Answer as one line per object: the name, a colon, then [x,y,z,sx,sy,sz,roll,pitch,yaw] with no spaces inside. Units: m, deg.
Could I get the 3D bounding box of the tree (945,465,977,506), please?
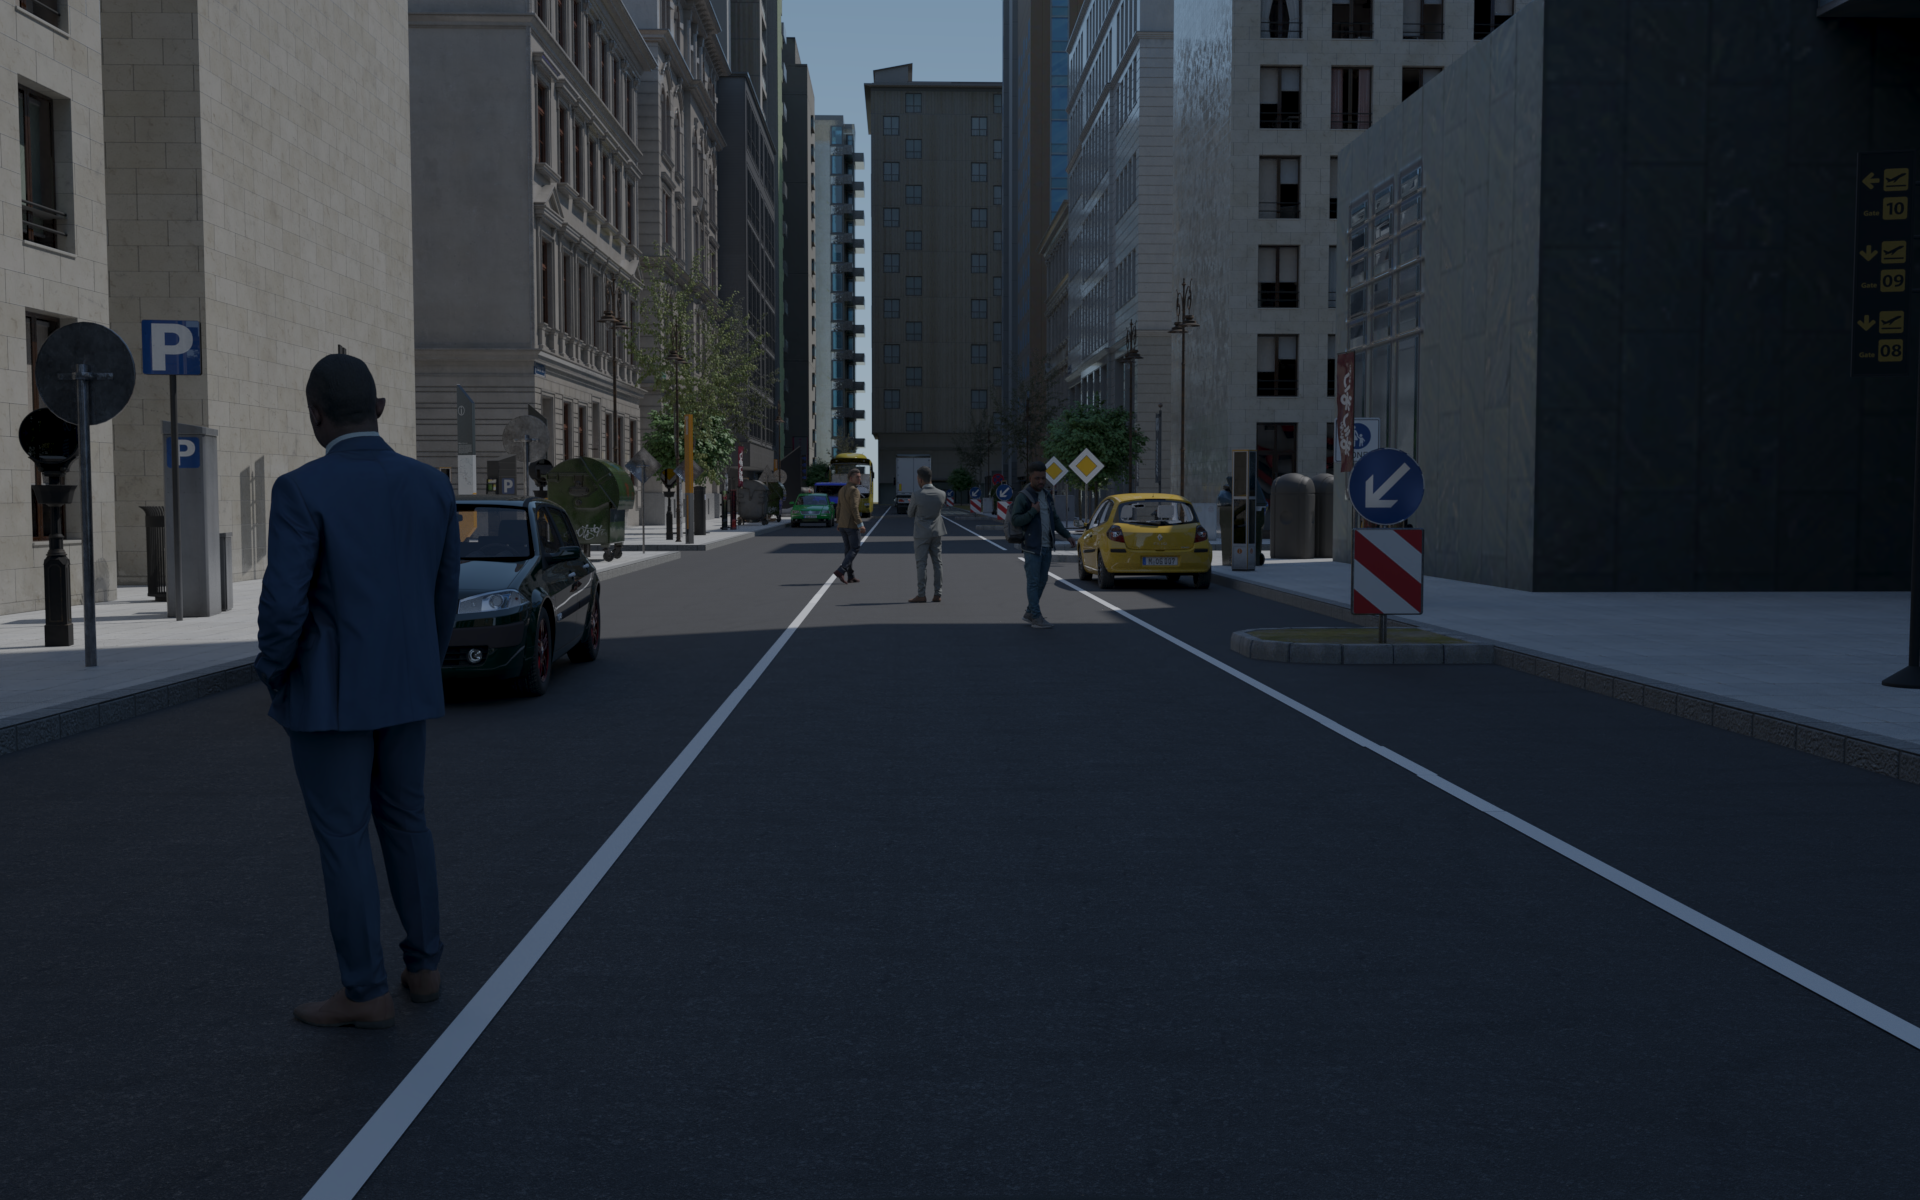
tree: [0.058,-12.427,186.902,4.285,4.588,4.351,0,3,0]

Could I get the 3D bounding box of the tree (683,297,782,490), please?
tree: [-8.862,-7.046,65.558,4.360,8.622,3.978,0,3,0]

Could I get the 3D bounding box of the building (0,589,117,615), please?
building: [-15.096,-9.605,11.786,10.420,20.320,16.860,0,4,-2]

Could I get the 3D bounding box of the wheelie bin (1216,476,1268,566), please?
wheelie bin: [5.006,-1.410,30.963,0.980,1.594,0.693,-2,4,-25]

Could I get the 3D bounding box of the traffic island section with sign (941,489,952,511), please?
traffic island section with sign: [-0.976,-8.481,147.287,1.989,1.847,2.006,0,4,-2]

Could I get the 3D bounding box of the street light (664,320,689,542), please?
street light: [-7.536,-4.489,46.177,0.468,5.910,1.993,0,4,-2]

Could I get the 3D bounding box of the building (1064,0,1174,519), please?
building: [12.078,-18.780,84.553,11.434,29.767,29.804,0,4,-2]

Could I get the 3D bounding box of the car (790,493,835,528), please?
car: [-6.420,-4.087,75.619,1.959,1.807,4.718,0,4,-2]

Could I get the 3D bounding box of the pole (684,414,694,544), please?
pole: [-6.955,-3.096,44.462,0.158,3.312,0.155,0,3,0]

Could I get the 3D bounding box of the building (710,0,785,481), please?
building: [-20.388,-27.088,126.490,14.154,41.232,14.086,0,4,-2]

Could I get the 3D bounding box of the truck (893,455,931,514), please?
truck: [-3.512,-8.532,128.409,2.839,4.237,11.283,0,4,-2]

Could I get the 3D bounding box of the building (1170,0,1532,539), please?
building: [15.797,-12.181,53.917,16.860,20.320,10.420,0,4,-2]

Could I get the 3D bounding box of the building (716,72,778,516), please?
building: [-18.974,-19.034,104.717,14.314,27.812,24.014,0,4,-2]

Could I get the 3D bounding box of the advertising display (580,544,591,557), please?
advertising display: [-7.714,-1.850,35.458,0.123,1.923,0.974,-2,4,-26]

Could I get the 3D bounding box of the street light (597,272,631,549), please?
street light: [-7.233,-3.886,36.317,0.468,5.910,1.993,0,4,-2]

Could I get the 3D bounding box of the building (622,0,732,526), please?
building: [-18.535,-17.906,80.153,14.401,28.519,23.554,0,4,-2]

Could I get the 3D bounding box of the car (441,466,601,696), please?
car: [-3.882,-0.225,13.467,2.009,1.686,4.222,0,4,-4]

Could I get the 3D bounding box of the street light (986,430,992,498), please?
street light: [1.993,-9.008,120.065,0.468,5.910,1.993,0,4,-2]

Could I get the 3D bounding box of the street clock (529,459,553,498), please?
street clock: [-8.600,-1.898,35.598,0.358,2.002,0.471,3,5,41]

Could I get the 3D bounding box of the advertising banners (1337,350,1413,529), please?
advertising banners: [4.899,-1.494,20.620,0.090,3.025,2.074,-1,4,-11]

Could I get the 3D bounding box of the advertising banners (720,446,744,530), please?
advertising banners: [-8.158,-4.035,62.165,0.090,3.025,2.074,1,4,17]

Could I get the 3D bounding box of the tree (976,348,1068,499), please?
tree: [3.389,-8.336,86.649,4.360,8.622,3.978,0,3,0]

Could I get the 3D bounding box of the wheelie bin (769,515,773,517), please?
wheelie bin: [-10.982,-5.536,98.419,0.980,1.594,0.693,1,4,9]

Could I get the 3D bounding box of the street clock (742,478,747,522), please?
street clock: [-9.771,-4.535,78.723,0.358,2.002,0.471,-1,4,-9]

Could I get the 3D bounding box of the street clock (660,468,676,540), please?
street clock: [-8.108,-2.674,48.296,0.471,2.002,0.358,-1,4,-14]

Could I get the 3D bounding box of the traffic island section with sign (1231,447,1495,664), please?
traffic island section with sign: [3.508,-0.424,15.558,1.989,1.847,2.006,0,4,-2]

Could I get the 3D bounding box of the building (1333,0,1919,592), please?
building: [18.796,-42.978,15.361,22.319,86.520,31.000,0,4,-2]

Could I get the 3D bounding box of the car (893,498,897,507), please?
car: [-6.434,-11.080,193.164,2.014,1.417,4.499,0,4,-4]

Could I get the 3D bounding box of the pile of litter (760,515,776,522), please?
pile of litter: [-9.129,-4.111,81.179,1.176,0.858,1.719,1,4,10]

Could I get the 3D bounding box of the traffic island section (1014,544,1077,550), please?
traffic island section: [2.485,-1.426,45.591,2.009,0.180,2.903,0,4,-2]

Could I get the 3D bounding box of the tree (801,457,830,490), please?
tree: [-12.243,-10.260,151.465,4.285,4.588,4.351,0,3,0]

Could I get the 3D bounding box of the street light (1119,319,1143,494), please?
street light: [4.520,-4.469,45.860,0.468,5.910,1.993,0,4,-2]

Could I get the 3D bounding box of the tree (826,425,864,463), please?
tree: [-12.179,-14.236,183.125,4.360,8.622,3.978,0,3,0]

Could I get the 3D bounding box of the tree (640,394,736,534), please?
tree: [-8.875,-4.441,56.329,4.285,4.588,4.351,0,3,0]

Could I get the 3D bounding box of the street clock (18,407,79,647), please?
street clock: [-7.611,-0.612,14.576,0.471,2.002,0.358,-1,4,-15]

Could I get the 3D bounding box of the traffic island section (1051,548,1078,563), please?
traffic island section: [2.757,-0.938,37.610,2.009,0.180,2.903,0,4,-2]

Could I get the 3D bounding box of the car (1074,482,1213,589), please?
car: [2.880,-1.065,27.637,2.015,1.641,3.980,0,4,-3]

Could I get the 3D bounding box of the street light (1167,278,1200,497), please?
street light: [4.787,-3.940,37.201,0.468,5.910,1.993,0,4,-2]

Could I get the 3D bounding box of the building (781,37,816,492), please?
building: [-26.187,-34.120,181.561,21.600,48.544,21.300,0,4,-2]

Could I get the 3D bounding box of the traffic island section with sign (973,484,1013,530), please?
traffic island section with sign: [1.651,-3.764,70.175,1.989,1.847,2.006,0,4,-2]

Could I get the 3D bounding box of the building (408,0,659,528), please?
building: [-17.283,-13.554,57.763,11.583,22.565,21.152,0,4,-2]

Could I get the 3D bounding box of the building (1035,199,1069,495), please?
building: [11.375,-16.761,110.192,11.583,22.565,21.152,0,4,-2]

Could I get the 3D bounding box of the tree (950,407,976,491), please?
tree: [1.367,-11.720,141.980,4.360,8.622,3.978,0,3,0]

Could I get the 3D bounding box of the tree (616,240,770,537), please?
tree: [-8.051,-6.154,50.985,4.737,8.622,4.395,0,3,0]

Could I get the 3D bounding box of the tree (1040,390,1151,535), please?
tree: [4.312,-4.343,54.724,4.285,4.588,4.351,0,3,0]

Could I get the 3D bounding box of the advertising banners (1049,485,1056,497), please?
advertising banners: [3.661,-4.519,70.066,0.090,3.025,2.074,1,4,17]

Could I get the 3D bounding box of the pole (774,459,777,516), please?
pole: [-10.837,-6.606,101.846,0.158,3.312,0.155,0,3,0]

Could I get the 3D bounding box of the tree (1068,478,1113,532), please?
tree: [4.502,-3.896,58.299,1.663,3.219,1.824,0,3,0]

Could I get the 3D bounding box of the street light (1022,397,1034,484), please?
street light: [3.230,-6.735,82.899,0.468,5.910,1.993,0,4,-2]

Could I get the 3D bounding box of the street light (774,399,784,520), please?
street light: [-8.807,-6.838,84.595,0.468,5.910,1.993,0,4,-2]

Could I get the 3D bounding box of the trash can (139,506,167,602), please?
trash can: [-9.447,-0.561,20.821,0.748,1.137,0.748,0,3,0]

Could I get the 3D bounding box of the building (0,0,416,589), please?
building: [-19.098,-10.637,28.664,16.860,20.320,10.420,0,4,-2]

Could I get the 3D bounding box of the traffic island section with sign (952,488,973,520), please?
traffic island section with sign: [0.730,-5.412,97.115,1.989,1.847,2.006,0,4,-2]
